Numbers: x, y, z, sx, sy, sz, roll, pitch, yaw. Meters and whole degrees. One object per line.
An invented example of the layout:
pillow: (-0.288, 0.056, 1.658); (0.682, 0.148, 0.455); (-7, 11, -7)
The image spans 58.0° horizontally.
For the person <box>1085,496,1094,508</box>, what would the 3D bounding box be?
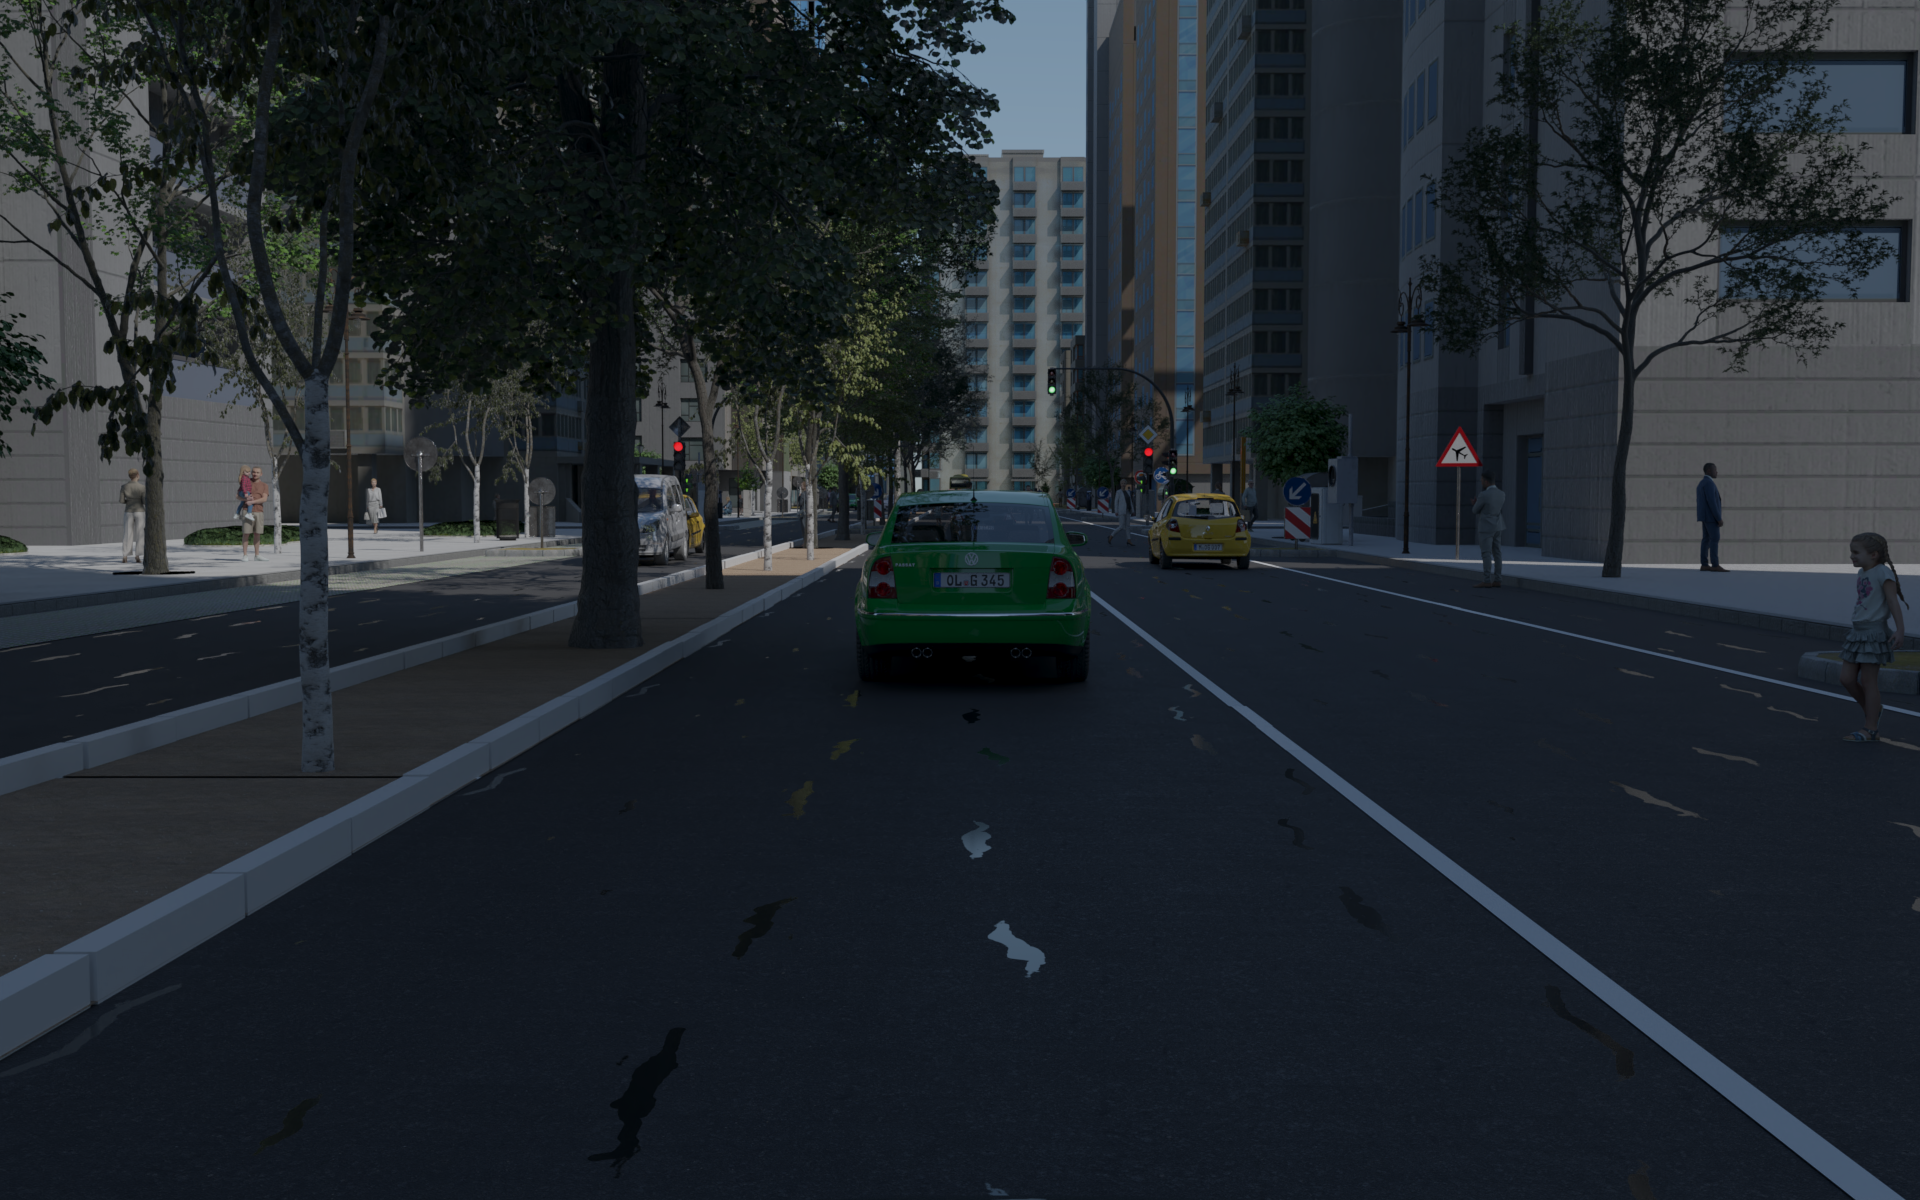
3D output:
person: (11.595, -9.261, 157.476); (1.348, 1.821, 0.705); (-1, 4, -17)

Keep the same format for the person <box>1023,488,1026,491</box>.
person: (4.653, -7.016, 123.126); (0.836, 1.842, 0.656); (3, 4, 37)

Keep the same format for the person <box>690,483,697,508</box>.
person: (-13.028, -4.873, 85.619); (0.836, 1.842, 0.656); (2, 4, 27)

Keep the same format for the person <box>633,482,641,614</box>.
person: (-3.500, -0.580, 17.792); (0.447, 1.846, 0.655); (-1, 4, -19)

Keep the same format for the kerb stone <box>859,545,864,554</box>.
kerb stone: (-2.434, -1.165, 41.246); (0.120, 0.150, 1.000); (0, 3, 0)

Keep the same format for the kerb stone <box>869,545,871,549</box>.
kerb stone: (-2.428, -1.352, 44.343); (0.120, 0.150, 1.000); (0, 3, 0)

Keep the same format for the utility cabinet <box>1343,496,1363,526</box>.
utility cabinet: (15.779, -3.603, 70.067); (1.020, 1.237, 0.306); (-2, 4, -26)

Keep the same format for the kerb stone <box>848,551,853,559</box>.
kerb stone: (-2.449, -0.914, 37.142); (0.120, 0.150, 1.000); (0, 3, 0)

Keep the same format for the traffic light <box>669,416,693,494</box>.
traffic light: (-10.067, -4.491, 62.346); (0.839, 4.253, 0.868); (0, 3, 0)

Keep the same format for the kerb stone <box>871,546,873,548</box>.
kerb stone: (-2.429, -1.416, 45.365); (0.120, 0.150, 1.000); (0, 3, 0)

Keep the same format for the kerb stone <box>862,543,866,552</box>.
kerb stone: (-2.437, -1.228, 42.277); (0.120, 0.150, 1.000); (0, 3, 0)

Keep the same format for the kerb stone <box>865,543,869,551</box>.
kerb stone: (-2.436, -1.291, 43.306); (0.120, 0.150, 1.000); (0, 3, 0)

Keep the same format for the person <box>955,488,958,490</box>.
person: (-0.266, -6.449, 113.926); (0.713, 1.824, 0.794); (2, 4, 25)

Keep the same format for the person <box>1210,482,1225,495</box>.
person: (7.428, -2.529, 50.118); (0.520, 1.790, 0.573); (0, 4, -4)

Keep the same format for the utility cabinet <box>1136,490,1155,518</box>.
utility cabinet: (9.892, -5.112, 92.265); (1.173, 1.500, 0.318); (-3, 5, -41)

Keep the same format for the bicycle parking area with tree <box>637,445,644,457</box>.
bicycle parking area with tree: (-21.276, -6.971, 100.982); (8.231, 4.147, 9.016); (1, 4, 12)

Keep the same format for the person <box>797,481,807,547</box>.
person: (-4.065, -2.282, 46.240); (0.534, 1.772, 0.576); (1, 4, 10)

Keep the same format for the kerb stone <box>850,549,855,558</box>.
kerb stone: (-2.450, -0.973, 38.168); (0.120, 0.150, 1.000); (0, 3, 0)

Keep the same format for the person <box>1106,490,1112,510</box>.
person: (12.196, -8.318, 142.638); (0.593, 1.750, 0.643); (-2, 4, -33)

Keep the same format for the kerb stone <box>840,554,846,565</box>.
kerb stone: (-2.450, -0.789, 35.091); (0.120, 0.150, 1.000); (0, 3, 0)

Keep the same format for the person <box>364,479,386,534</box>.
person: (-18.839, -3.025, 55.857); (0.694, 1.780, 0.624); (1, 4, 18)

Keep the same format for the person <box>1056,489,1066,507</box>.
person: (10.127, -10.280, 174.128); (1.348, 1.824, 0.705); (3, 5, 43)

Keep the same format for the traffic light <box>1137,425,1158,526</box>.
traffic light: (7.605, -4.979, 70.325); (0.839, 4.253, 0.868); (0, 3, 0)

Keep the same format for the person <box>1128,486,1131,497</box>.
person: (11.621, -6.862, 118.422); (0.721, 1.800, 0.419); (2, 4, 35)

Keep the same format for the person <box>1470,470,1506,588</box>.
person: (8.090, -1.097, 26.611); (0.511, 1.800, 0.466); (-3, 5, -44)

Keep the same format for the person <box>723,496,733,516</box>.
person: (-13.608, -5.464, 100.884); (0.738, 1.151, 1.012); (-1, 4, -11)

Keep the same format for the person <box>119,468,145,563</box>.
person: (-15.361, -1.570, 32.267); (0.519, 1.759, 0.362); (-1, 4, -8)

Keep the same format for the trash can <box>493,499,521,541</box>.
trash can: (-12.462, -2.205, 47.702); (0.748, 1.137, 0.748); (0, 3, 0)

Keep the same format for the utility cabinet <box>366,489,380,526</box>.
utility cabinet: (-23.709, -3.746, 69.932); (0.318, 1.500, 1.173); (-2, 4, -29)

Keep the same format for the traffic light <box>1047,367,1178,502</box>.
traffic light: (5.503, -5.354, 62.201); (4.771, 5.953, 1.251); (0, 3, 0)

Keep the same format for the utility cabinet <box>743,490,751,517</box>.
utility cabinet: (-11.847, -5.374, 96.541); (0.318, 1.500, 1.173); (0, 4, 0)

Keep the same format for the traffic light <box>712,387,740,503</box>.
traffic light: (-7.965, -5.853, 70.364); (4.771, 5.953, 1.251); (0, 3, 0)

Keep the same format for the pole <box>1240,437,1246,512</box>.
pole: (10.107, -4.161, 61.873); (0.158, 3.312, 0.155); (0, 3, 0)

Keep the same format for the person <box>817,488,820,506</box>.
person: (-12.805, -9.142, 155.544); (1.348, 1.821, 0.705); (1, 4, 12)

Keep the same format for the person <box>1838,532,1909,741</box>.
person: (5.330, 0.215, 10.006); (0.382, 1.210, 0.505); (0, 4, -5)

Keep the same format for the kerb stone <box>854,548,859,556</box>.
kerb stone: (-2.442, -1.037, 39.199); (0.120, 0.150, 1.000); (0, 3, 0)

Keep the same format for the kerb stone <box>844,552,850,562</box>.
kerb stone: (-2.443, -0.852, 36.120); (0.120, 0.150, 1.000); (0, 3, 0)

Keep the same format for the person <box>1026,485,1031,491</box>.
person: (2.947, -4.021, 74.261); (0.660, 1.820, 0.620); (-1, 4, -16)

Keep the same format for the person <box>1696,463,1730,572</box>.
person: (12.451, -1.378, 28.753); (0.419, 1.800, 0.721); (0, 4, -1)

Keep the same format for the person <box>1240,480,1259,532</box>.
person: (9.773, -3.191, 58.698); (0.782, 1.767, 0.515); (-3, 5, -42)

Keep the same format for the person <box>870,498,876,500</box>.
person: (-6.992, -7.941, 138.593); (0.793, 1.790, 0.793); (-1, 4, -16)

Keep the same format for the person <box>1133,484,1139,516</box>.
person: (10.026, -5.706, 99.147); (0.447, 1.846, 0.655); (-2, 4, -35)

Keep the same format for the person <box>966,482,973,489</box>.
person: (0.275, -2.868, 55.356); (0.622, 1.834, 0.822); (3, 5, 41)

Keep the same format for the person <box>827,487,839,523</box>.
person: (-6.328, -4.809, 87.252); (0.853, 1.813, 0.709); (1, 4, 12)

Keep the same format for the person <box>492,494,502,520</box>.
person: (-19.074, -3.736, 71.394); (0.475, 1.303, 0.640); (1, 4, 20)

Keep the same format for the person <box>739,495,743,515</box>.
person: (-13.626, -5.933, 107.711); (0.362, 1.253, 0.373); (1, 4, 13)

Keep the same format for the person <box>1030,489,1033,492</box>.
person: (5.026, -6.717, 118.588); (0.793, 1.790, 0.793); (-1, 4, -16)

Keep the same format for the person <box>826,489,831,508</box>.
person: (-11.812, -9.185, 157.156); (0.756, 1.711, 0.436); (0, 4, 5)

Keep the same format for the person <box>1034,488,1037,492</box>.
person: (4.383, -5.627, 100.768); (0.678, 1.792, 0.850); (2, 4, 26)

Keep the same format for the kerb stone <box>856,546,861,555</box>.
kerb stone: (-2.452, -1.102, 40.221); (0.120, 0.150, 1.000); (0, 3, 0)

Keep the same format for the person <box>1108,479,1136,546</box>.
person: (4.487, -2.427, 48.059); (0.818, 1.842, 0.514); (2, 4, 30)

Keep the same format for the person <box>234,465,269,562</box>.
person: (-13.499, -1.647, 32.952); (0.573, 1.828, 0.580); (1, 4, 10)
